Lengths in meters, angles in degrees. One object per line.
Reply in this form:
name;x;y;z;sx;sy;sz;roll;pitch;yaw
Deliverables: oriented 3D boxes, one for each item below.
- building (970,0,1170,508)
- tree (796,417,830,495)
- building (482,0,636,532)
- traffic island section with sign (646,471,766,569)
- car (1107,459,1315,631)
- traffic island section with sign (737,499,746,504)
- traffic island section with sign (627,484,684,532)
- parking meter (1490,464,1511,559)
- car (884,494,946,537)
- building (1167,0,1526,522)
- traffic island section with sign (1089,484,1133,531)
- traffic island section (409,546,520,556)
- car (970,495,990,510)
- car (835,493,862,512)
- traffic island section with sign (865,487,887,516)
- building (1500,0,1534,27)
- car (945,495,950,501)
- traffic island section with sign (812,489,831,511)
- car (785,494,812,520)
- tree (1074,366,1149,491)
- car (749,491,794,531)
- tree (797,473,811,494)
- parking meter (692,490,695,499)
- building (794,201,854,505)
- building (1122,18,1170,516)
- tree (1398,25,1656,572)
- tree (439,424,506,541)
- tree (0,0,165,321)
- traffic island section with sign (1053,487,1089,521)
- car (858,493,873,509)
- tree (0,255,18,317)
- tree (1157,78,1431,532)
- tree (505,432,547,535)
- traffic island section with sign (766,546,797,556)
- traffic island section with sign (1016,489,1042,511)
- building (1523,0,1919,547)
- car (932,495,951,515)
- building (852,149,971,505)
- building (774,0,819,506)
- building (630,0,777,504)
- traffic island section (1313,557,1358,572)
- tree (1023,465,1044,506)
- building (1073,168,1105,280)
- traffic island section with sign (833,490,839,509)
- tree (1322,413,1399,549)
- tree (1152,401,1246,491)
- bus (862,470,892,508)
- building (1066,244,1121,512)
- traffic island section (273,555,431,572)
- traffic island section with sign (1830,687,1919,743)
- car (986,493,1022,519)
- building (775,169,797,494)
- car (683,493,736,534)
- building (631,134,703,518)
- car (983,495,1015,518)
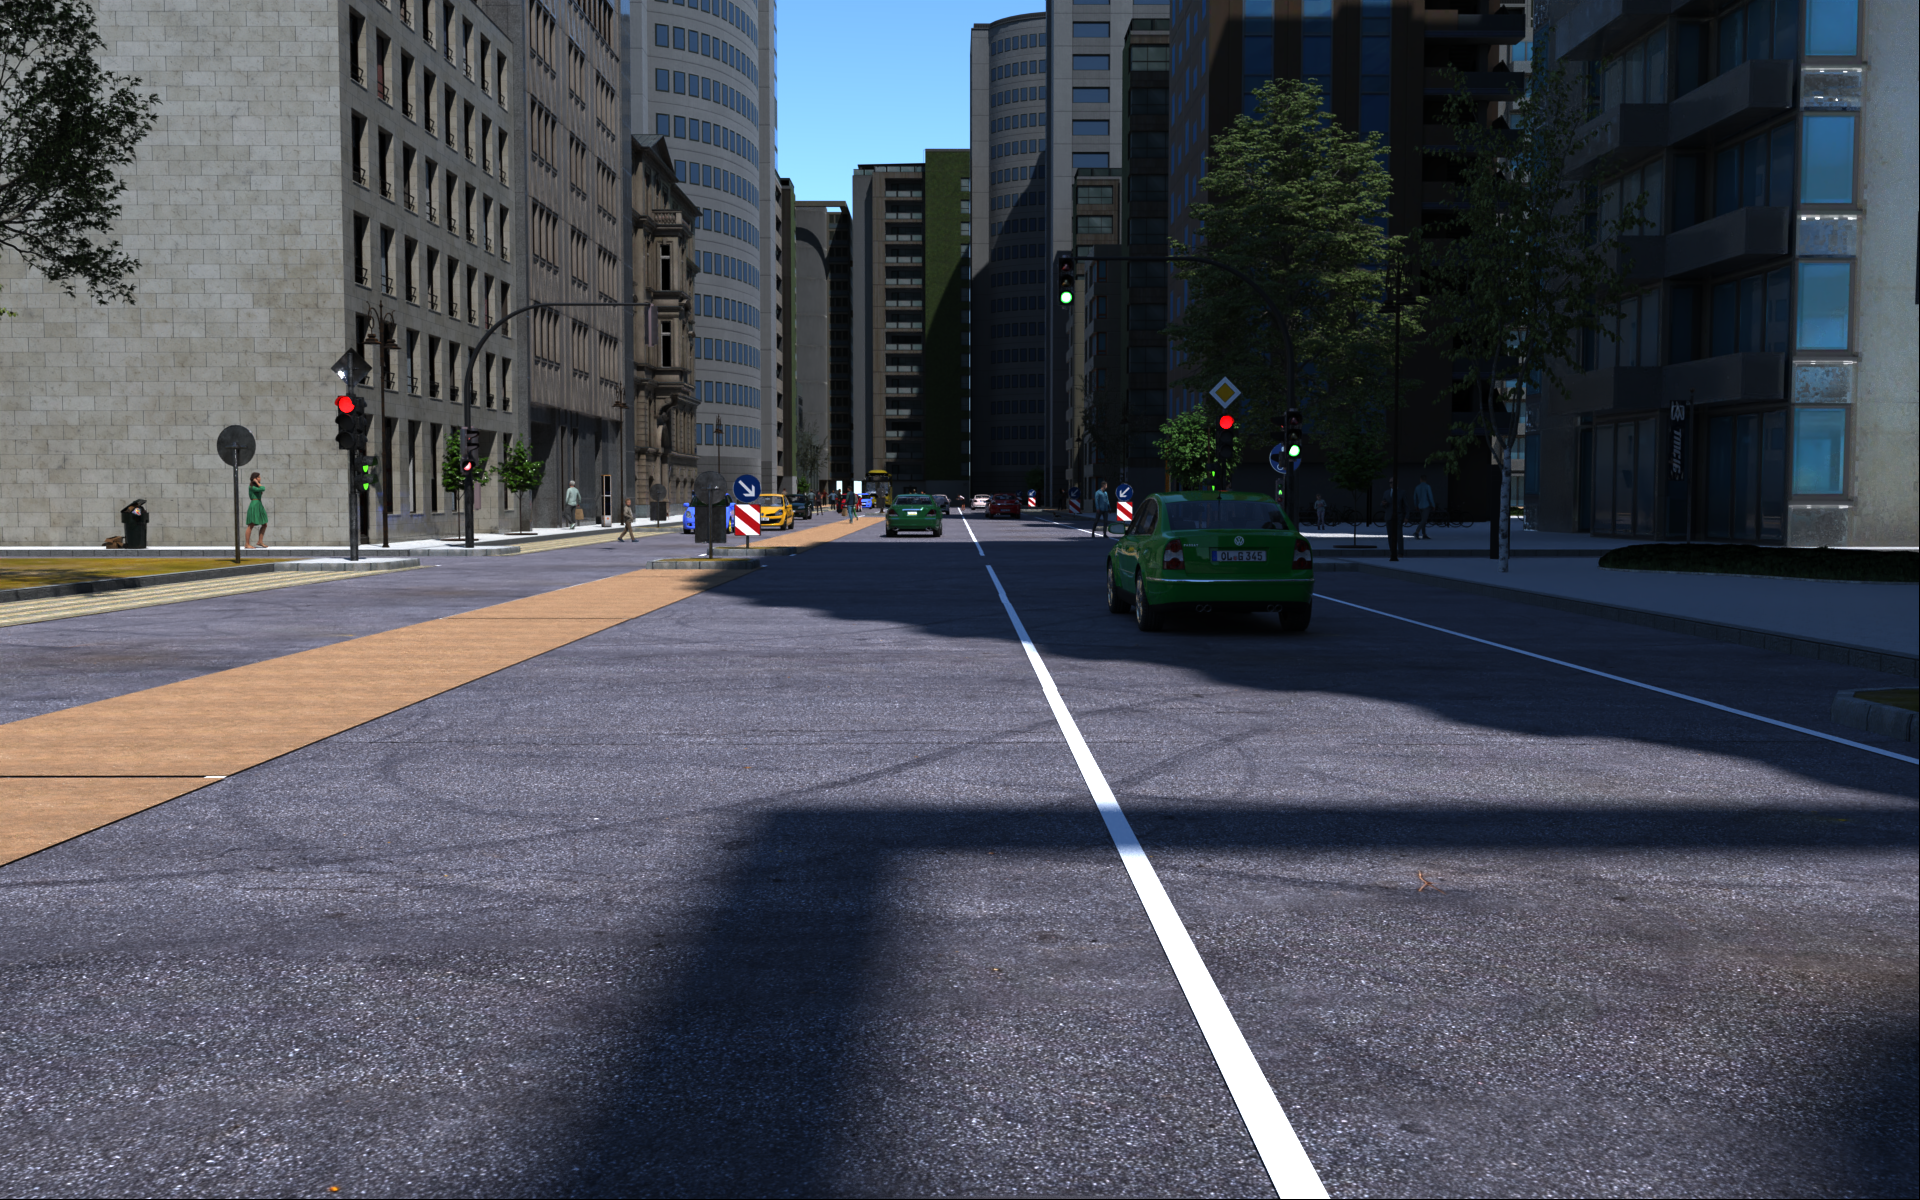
building;15.399;-40.877;210.337;28.212;58.520;21.231;0;4;0
tree;-14.636;-13.197;166.138;4.360;8.622;3.978;0;3;0
building;-20.765;-15.311;68.356;12.078;24.808;19.932;0;4;0
traffic island section with sign;-4.933;-1.559;33.628;2.006;1.907;1.989;0;4;0
car;2.711;-0.652;19.461;1.959;1.807;4.718;0;4;-2
traffic island section with sign;-11.649;-5.155;92.906;1.989;1.847;2.006;0;4;0
traffic island section with sign;-11.514;-3.506;65.951;1.989;1.847;2.006;0;4;0
parking meter;10.687;-1.744;34.231;0.399;1.863;0.255;-3;5;-45
car;-1.539;-2.882;58.922;2.131;1.459;4.920;0;4;1
building;17.870;-26.507;83.498;14.600;45.320;14.200;0;4;0
traffic island section with sign;6.201;-3.585;67.243;1.989;1.847;2.006;0;4;0
traffic island section;-11.720;-1.166;41.347;2.009;0.180;2.903;0;4;0
car;1.970;-8.736;155.199;2.083;1.381;4.827;0;4;-2
car;-8.861;-7.920;138.530;2.155;1.783;4.494;0;4;1
traffic island section with sign;-5.339;-6.608;116.173;2.006;1.907;1.989;0;4;0
building;61.554;-47.205;210.052;20.611;71.187;20.563;0;4;0
car;-1.902;-8.719;154.909;2.083;1.381;4.827;0;4;-2
traffic island section with sign;-11.899;-8.246;143.445;1.989;1.847;2.006;0;4;0
car;-9.334;-5.365;97.512;2.009;1.686;4.222;0;4;0
tree;8.407;-9.083;98.868;4.360;8.622;3.978;0;3;0
car;-7.659;-3.612;69.272;2.015;1.641;3.980;0;4;1
tree;-14.623;-10.239;162.003;1.663;3.219;1.824;0;3;0
parking meter;-13.734;-4.984;89.904;0.372;1.533;0.369;0;3;0
building;-25.040;-32.078;216.359;23.993;40.220;32.217;0;4;0
building;16.994;-20.652;109.369;14.160;30.474;14.107;0;4;0
tree;9.070;-4.771;28.375;4.737;8.622;4.395;0;3;0
tree;-13.775;-3.228;47.380;1.663;3.219;1.824;0;3;0
tree;-13.761;-5.345;21.804;8.767;10.594;7.601;1;4;15
traffic island section with sign;6.072;-5.234;94.198;1.989;1.847;2.006;0;4;0
car;-9.202;-9.455;164.180;1.945;1.707;3.694;0;4;-2
tree;-19.353;-4.918;30.779;4.737;8.622;4.395;0;3;0
tree;8.991;-7.964;48.335;7.486;12.596;7.792;0;3;0
tree;-13.706;-3.642;54.156;1.663;3.219;1.824;0;3;0
traffic island section with sign;-4.960;-2.012;41.036;2.006;1.907;1.989;0;4;0
traffic island section with sign;5.822;-8.268;143.816;1.989;1.847;2.006;0;4;0
building;32.764;-26.331;50.126;30.456;49.044;23.786;0;4;0
car;-1.650;-6.667;121.366;2.083;1.381;4.827;0;4;0
building;-5.735;-32.073;207.984;14.086;41.232;14.154;0;4;0
building;-31.087;-52.954;178.465;31.000;86.520;22.319;0;4;0
building;-25.778;-35.943;129.661;21.231;58.520;28.212;0;4;0
traffic island section;6.360;-0.683;33.445;2.009;0.180;2.903;0;4;0
tree;8.677;-12.865;194.053;4.285;4.588;4.351;0;3;0
building;16.999;-23.507;156.044;14.160;30.474;14.107;0;4;0
traffic island section with sign;-12.026;-9.894;170.400;1.989;1.847;2.006;0;4;0
tree;9.378;-2.858;41.338;1.663;3.219;1.824;0;3;0
tree;8.417;-4.731;61.058;4.285;4.588;4.351;0;3;0
bus;-8.450;-11.531;180.077;2.896;3.916;12.252;0;4;-1
building;23.018;-17.710;134.599;27.650;21.520;28.899;0;4;0
traffic island section;-11.681;-0.678;33.362;2.009;0.180;2.903;0;4;0
traffic island section with sign;6.480;-0.111;10.439;1.989;1.847;2.006;0;4;0
car;2.590;-5.632;101.131;2.155;1.783;4.494;0;3;0
building;-21.984;-23.245;151.754;14.160;30.474;14.107;0;4;0
car;-9.086;-3.284;63.280;1.945;1.707;3.694;0;4;-1
building;-22.312;-16.967;96.487;14.460;24.649;34.723;0;4;0
car;2.481;-5.765;106.622;2.083;1.381;4.827;0;4;0
